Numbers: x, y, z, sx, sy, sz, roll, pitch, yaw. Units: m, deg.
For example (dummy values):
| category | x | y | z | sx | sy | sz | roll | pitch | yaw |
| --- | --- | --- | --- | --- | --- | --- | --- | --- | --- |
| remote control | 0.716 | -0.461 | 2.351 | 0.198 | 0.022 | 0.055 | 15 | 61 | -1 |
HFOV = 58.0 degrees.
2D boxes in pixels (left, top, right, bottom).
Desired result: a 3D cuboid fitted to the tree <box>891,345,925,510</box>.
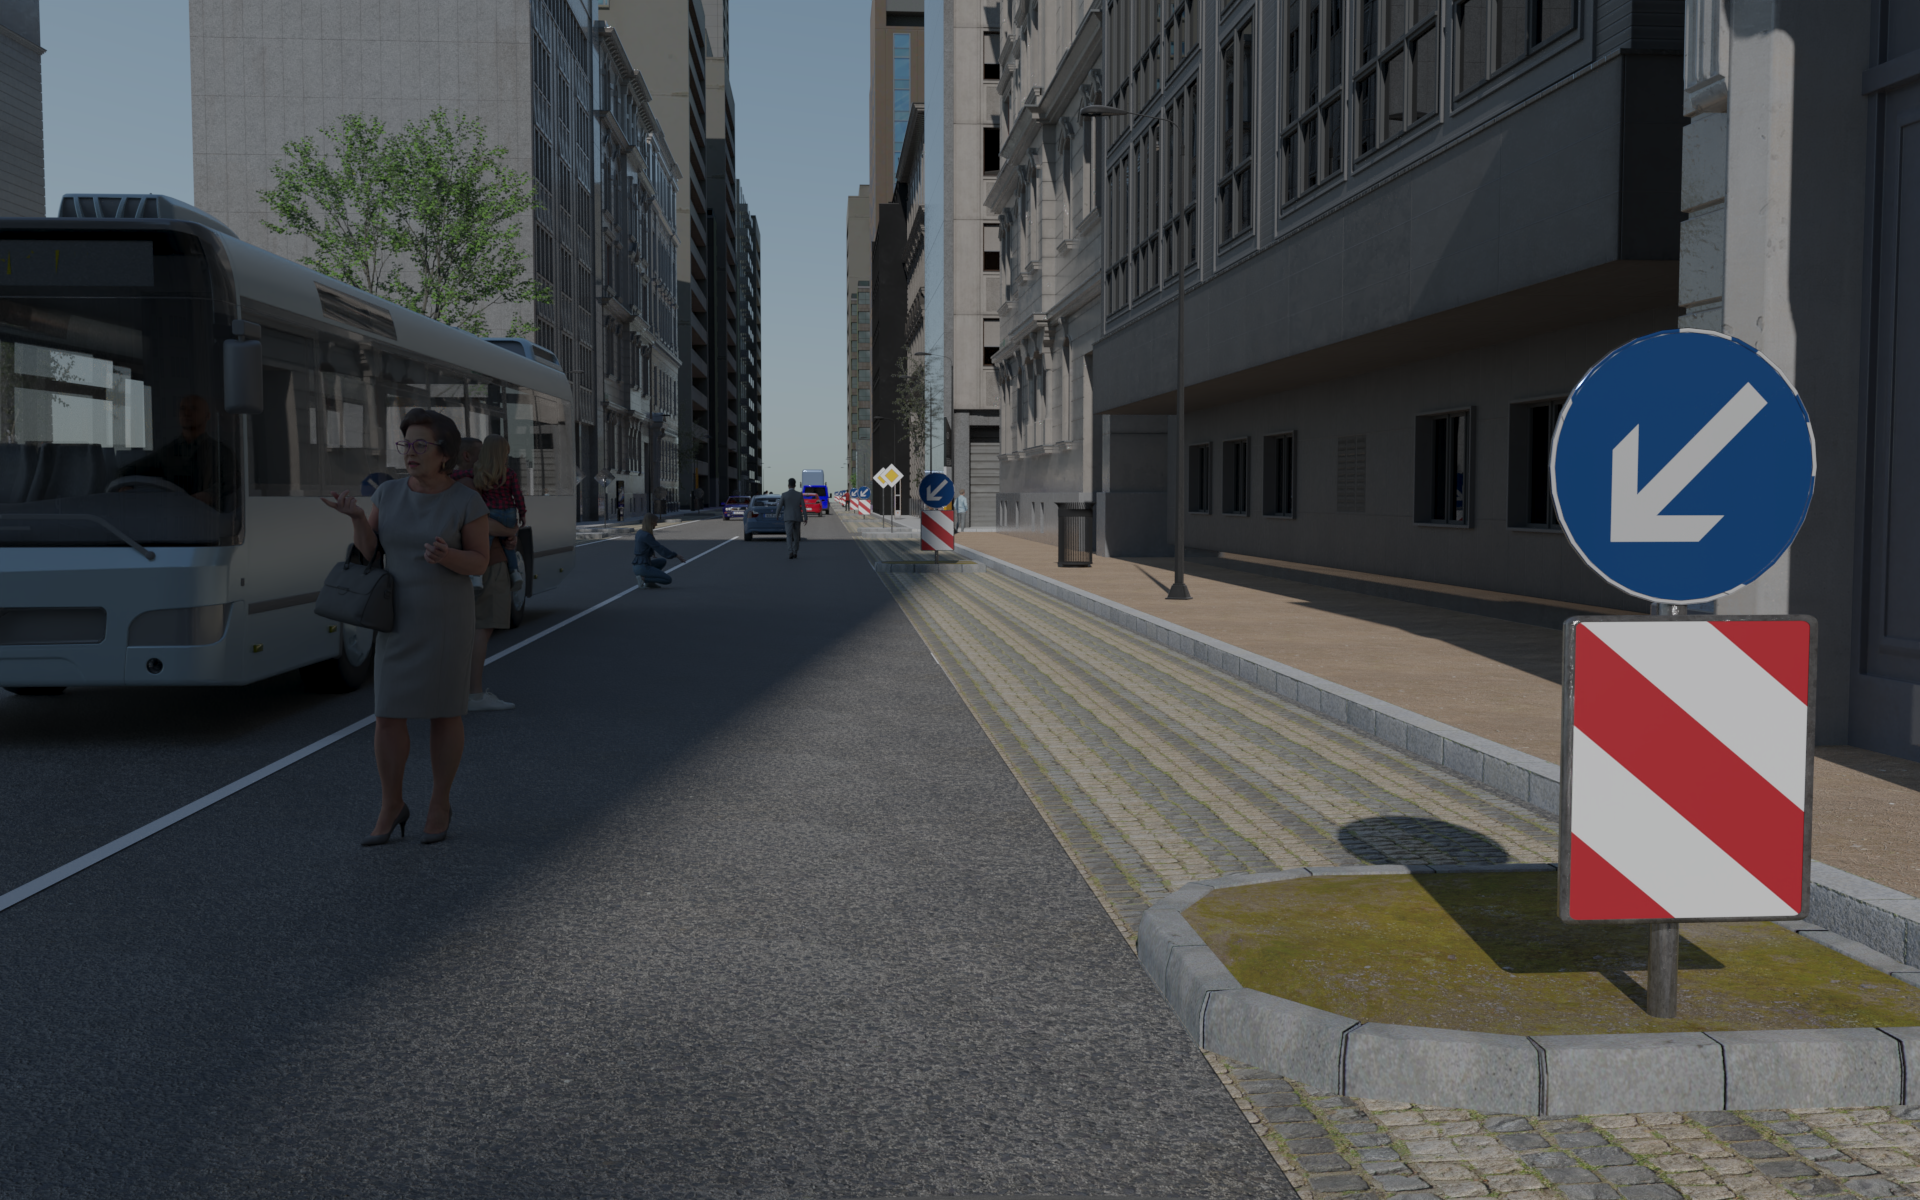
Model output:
| category | x | y | z | sx | sy | sz | roll | pitch | yaw |
| --- | --- | --- | --- | --- | --- | --- | --- | --- | --- |
| tree | -1.419 | -7.992 | 81.035 | 4.360 | 8.622 | 3.978 | 0 | 3 | 0 |

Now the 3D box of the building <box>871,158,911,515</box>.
| category | x | y | z | sx | sy | sz | roll | pitch | yaw |
| --- | --- | --- | --- | --- | --- | --- | --- | --- | --- |
| building | 0.694 | -17.255 | 111.791 | 12.332 | 23.373 | 15.834 | 0 | 4 | -5 |

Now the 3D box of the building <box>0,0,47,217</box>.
| category | x | y | z | sx | sy | sz | roll | pitch | yaw |
| --- | --- | --- | --- | --- | --- | --- | --- | --- | --- |
| building | -52.485 | -17.626 | 65.682 | 29.804 | 29.767 | 11.434 | 0 | 4 | -5 |

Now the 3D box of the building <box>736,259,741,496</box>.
| category | x | y | z | sx | sy | sz | roll | pitch | yaw |
| --- | --- | --- | --- | --- | --- | --- | --- | --- | --- |
| building | -33.279 | -26.412 | 203.542 | 14.160 | 30.474 | 14.107 | 0 | 4 | -5 |

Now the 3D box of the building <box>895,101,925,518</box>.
| category | x | y | z | sx | sy | sz | roll | pitch | yaw |
| --- | --- | --- | --- | --- | --- | --- | --- | --- | --- |
| building | 2.431 | -16.216 | 94.016 | 11.050 | 23.489 | 19.941 | 0 | 4 | -5 |

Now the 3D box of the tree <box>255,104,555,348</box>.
| category | x | y | z | sx | sy | sz | roll | pitch | yaw |
| --- | --- | --- | --- | --- | --- | --- | --- | --- | --- |
| tree | -14.978 | -7.428 | 47.202 | 9.928 | 11.665 | 9.643 | 0 | 3 | 0 |

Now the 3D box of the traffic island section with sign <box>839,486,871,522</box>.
| category | x | y | z | sx | sy | sz | roll | pitch | yaw |
| --- | --- | --- | --- | --- | --- | --- | --- | --- | --- |
| traffic island section with sign | -4.984 | -4.849 | 87.911 | 1.989 | 1.847 | 2.006 | 0 | 4 | -5 |

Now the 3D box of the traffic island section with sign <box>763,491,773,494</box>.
| category | x | y | z | sx | sy | sz | roll | pitch | yaw |
| --- | --- | --- | --- | --- | --- | --- | --- | --- | --- |
| traffic island section with sign | -29.696 | -16.170 | 273.009 | 1.989 | 1.847 | 2.006 | 0 | 4 | -5 |

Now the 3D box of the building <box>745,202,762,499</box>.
| category | x | y | z | sx | sy | sz | roll | pitch | yaw |
| --- | --- | --- | --- | --- | --- | --- | --- | --- | --- |
| building | -43.516 | -40.313 | 282.819 | 21.300 | 48.544 | 21.600 | 0 | 4 | -5 |

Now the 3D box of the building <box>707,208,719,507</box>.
| category | x | y | z | sx | sy | sz | roll | pitch | yaw |
| --- | --- | --- | --- | --- | --- | --- | --- | --- | --- |
| building | -30.900 | -24.203 | 167.420 | 14.160 | 30.474 | 14.107 | 0 | 4 | -5 |

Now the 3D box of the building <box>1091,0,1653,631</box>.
| category | x | y | z | sx | sy | sz | roll | pitch | yaw |
| --- | --- | --- | --- | --- | --- | --- | --- | --- | --- |
| building | 10.472 | -13.968 | 21.879 | 14.314 | 27.812 | 24.014 | 0 | 4 | -5 |

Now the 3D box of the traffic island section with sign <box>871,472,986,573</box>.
| category | x | y | z | sx | sy | sz | roll | pitch | yaw |
| --- | --- | --- | --- | --- | --- | --- | --- | --- | --- |
| traffic island section with sign | -0.586 | -1.446 | 32.271 | 1.989 | 1.847 | 2.006 | 0 | 4 | -5 |

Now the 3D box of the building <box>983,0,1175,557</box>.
| category | x | y | z | sx | sy | sz | roll | pitch | yaw |
| --- | --- | --- | --- | --- | --- | --- | --- | --- | --- |
| building | 8.257 | -15.801 | 45.739 | 14.401 | 28.519 | 23.554 | 0 | 4 | -5 |

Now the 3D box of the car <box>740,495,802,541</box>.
| category | x | y | z | sx | sy | sz | roll | pitch | yaw |
| --- | --- | --- | --- | --- | --- | --- | --- | --- | --- |
| car | -5.858 | -2.571 | 54.043 | 2.014 | 1.417 | 4.499 | 0 | 4 | -6 |

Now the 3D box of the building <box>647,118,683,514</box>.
| category | x | y | z | sx | sy | sz | roll | pitch | yaw |
| --- | --- | --- | --- | --- | --- | --- | --- | --- | --- |
| building | -26.104 | -20.240 | 116.827 | 13.634 | 28.700 | 20.117 | 0 | 4 | -5 |

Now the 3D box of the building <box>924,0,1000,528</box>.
| category | x | y | z | sx | sy | sz | roll | pitch | yaw |
| --- | --- | --- | --- | --- | --- | --- | --- | --- | --- |
| building | 8.822 | -15.493 | 71.329 | 19.932 | 24.808 | 12.078 | 0 | 4 | -5 |

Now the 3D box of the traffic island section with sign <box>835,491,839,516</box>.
| category | x | y | z | sx | sy | sz | roll | pitch | yaw |
| --- | --- | --- | --- | --- | --- | --- | --- | --- | --- |
| traffic island section with sign | -7.104 | -6.493 | 114.783 | 1.989 | 1.847 | 2.006 | 0 | 4 | -5 |

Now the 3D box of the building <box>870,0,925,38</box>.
| category | x | y | z | sx | sy | sz | roll | pitch | yaw |
| --- | --- | --- | --- | --- | --- | --- | --- | --- | --- |
| building | -1.070 | -31.369 | 162.999 | 14.600 | 45.320 | 14.200 | 0 | 4 | -5 |

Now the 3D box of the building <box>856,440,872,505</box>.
| category | x | y | z | sx | sy | sz | roll | pitch | yaw |
| --- | --- | --- | --- | --- | --- | --- | --- | --- | --- |
| building | -0.584 | -54.187 | 198.625 | 22.319 | 86.520 | 31.000 | 0 | 4 | -5 |

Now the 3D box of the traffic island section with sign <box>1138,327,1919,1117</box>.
| category | x | y | z | sx | sy | sz | roll | pitch | yaw |
| --- | --- | --- | --- | --- | --- | --- | --- | --- | --- |
| traffic island section with sign | 1.571 | 0.226 | 4.926 | 1.989 | 1.847 | 2.006 | 0 | 4 | -5 |

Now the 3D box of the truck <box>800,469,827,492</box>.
| category | x | y | z | sx | sy | sz | roll | pitch | yaw |
| --- | --- | --- | --- | --- | --- | --- | --- | --- | --- |
| truck | -15.695 | -11.850 | 183.509 | 2.967 | 4.110 | 18.799 | 0 | 4 | -4 |

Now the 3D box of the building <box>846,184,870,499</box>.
| category | x | y | z | sx | sy | sz | roll | pitch | yaw |
| --- | --- | --- | --- | --- | --- | --- | --- | --- | --- |
| building | -6.620 | -39.330 | 266.747 | 21.300 | 48.544 | 21.600 | 0 | 4 | -5 |

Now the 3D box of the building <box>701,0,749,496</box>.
| category | x | y | z | sx | sy | sz | roll | pitch | yaw |
| --- | --- | --- | --- | --- | --- | --- | --- | --- | --- |
| building | -38.860 | -48.478 | 230.870 | 20.563 | 71.187 | 20.611 | 0 | 4 | -5 |

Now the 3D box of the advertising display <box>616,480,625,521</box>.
| category | x | y | z | sx | sy | sz | roll | pitch | yaw |
| --- | --- | --- | --- | --- | --- | --- | --- | --- | --- |
| advertising display | -16.013 | -4.675 | 81.642 | 0.123 | 1.923 | 0.974 | 0 | 4 | 5 |

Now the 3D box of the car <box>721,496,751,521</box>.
| category | x | y | z | sx | sy | sz | roll | pitch | yaw |
| --- | --- | --- | --- | --- | --- | --- | --- | --- | --- |
| car | -12.010 | -5.005 | 94.417 | 1.945 | 1.354 | 3.894 | 0 | 4 | -5 |

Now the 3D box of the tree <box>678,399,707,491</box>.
| category | x | y | z | sx | sy | sz | roll | pitch | yaw |
| --- | --- | --- | --- | --- | --- | --- | --- | --- | --- |
| tree | -21.563 | -11.086 | 131.623 | 4.360 | 8.622 | 3.978 | 0 | 3 | 0 |

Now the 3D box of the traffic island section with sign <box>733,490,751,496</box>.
| category | x | y | z | sx | sy | sz | roll | pitch | yaw |
| --- | --- | --- | --- | --- | --- | --- | --- | --- | --- |
| traffic island section with sign | -21.088 | -9.494 | 163.858 | 1.989 | 1.847 | 2.006 | 0 | 4 | -5 |

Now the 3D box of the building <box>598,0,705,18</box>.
| category | x | y | z | sx | sy | sz | roll | pitch | yaw |
| --- | --- | --- | --- | --- | --- | --- | --- | --- | --- |
| building | -33.131 | -32.102 | 148.569 | 21.300 | 48.544 | 21.600 | 0 | 4 | -5 |

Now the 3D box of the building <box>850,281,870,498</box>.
| category | x | y | z | sx | sy | sz | roll | pitch | yaw |
| --- | --- | --- | --- | --- | --- | --- | --- | --- | --- |
| building | -8.716 | -29.207 | 249.234 | 14.160 | 30.474 | 14.107 | 0 | 4 | -5 |

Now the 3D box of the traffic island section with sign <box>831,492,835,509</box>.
| category | x | y | z | sx | sy | sz | roll | pitch | yaw |
| --- | --- | --- | --- | --- | --- | --- | --- | --- | --- |
| traffic island section with sign | -11.062 | -9.560 | 164.929 | 1.989 | 1.847 | 2.006 | 0 | 4 | -5 |

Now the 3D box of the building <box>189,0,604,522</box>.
| category | x | y | z | sx | sy | sz | roll | pitch | yaw |
| --- | --- | --- | --- | --- | --- | --- | --- | --- | --- |
| building | -22.426 | -15.582 | 72.788 | 12.078 | 24.808 | 19.932 | 0 | 4 | -5 |

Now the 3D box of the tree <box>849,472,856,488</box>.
| category | x | y | z | sx | sy | sz | roll | pitch | yaw |
| --- | --- | --- | --- | --- | --- | --- | --- | --- | --- |
| tree | -12.756 | -14.656 | 223.339 | 4.285 | 4.588 | 4.351 | 0 | 3 | 0 |

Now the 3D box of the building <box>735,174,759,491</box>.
| category | x | y | z | sx | sy | sz | roll | pitch | yaw |
| --- | --- | --- | --- | --- | --- | --- | --- | --- | --- |
| building | -42.160 | -38.975 | 256.851 | 23.786 | 49.044 | 30.456 | 0 | 4 | -5 |

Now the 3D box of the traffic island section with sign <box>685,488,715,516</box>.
| category | x | y | z | sx | sy | sz | roll | pitch | yaw |
| --- | --- | --- | --- | --- | --- | --- | --- | --- | --- |
| traffic island section with sign | -17.157 | -6.453 | 114.132 | 1.989 | 1.847 | 2.006 | 0 | 4 | -5 |

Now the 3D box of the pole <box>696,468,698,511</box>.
| category | x | y | z | sx | sy | sz | roll | pitch | yaw |
| --- | --- | --- | --- | --- | --- | --- | --- | --- | --- |
| pole | -20.373 | -8.584 | 134.198 | 0.158 | 3.312 | 0.155 | 0 | 3 | 0 |

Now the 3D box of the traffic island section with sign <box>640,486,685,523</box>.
| category | x | y | z | sx | sy | sz | roll | pitch | yaw |
| --- | --- | --- | --- | --- | --- | --- | --- | --- | --- |
| traffic island section with sign | -15.012 | -4.793 | 87.000 | 1.989 | 1.847 | 2.006 | 0 | 4 | -5 |

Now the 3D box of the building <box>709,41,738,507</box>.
| category | x | y | z | sx | sy | sz | roll | pitch | yaw |
| --- | --- | --- | --- | --- | --- | --- | --- | --- | --- |
| building | -35.072 | -34.300 | 184.501 | 21.300 | 48.544 | 21.600 | 0 | 4 | -5 |

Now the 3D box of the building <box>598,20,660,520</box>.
| category | x | y | z | sx | sy | sz | roll | pitch | yaw |
| --- | --- | --- | --- | --- | --- | --- | --- | --- | --- |
| building | -24.259 | -18.771 | 94.300 | 14.401 | 28.519 | 23.554 | 0 | 4 | -5 |
